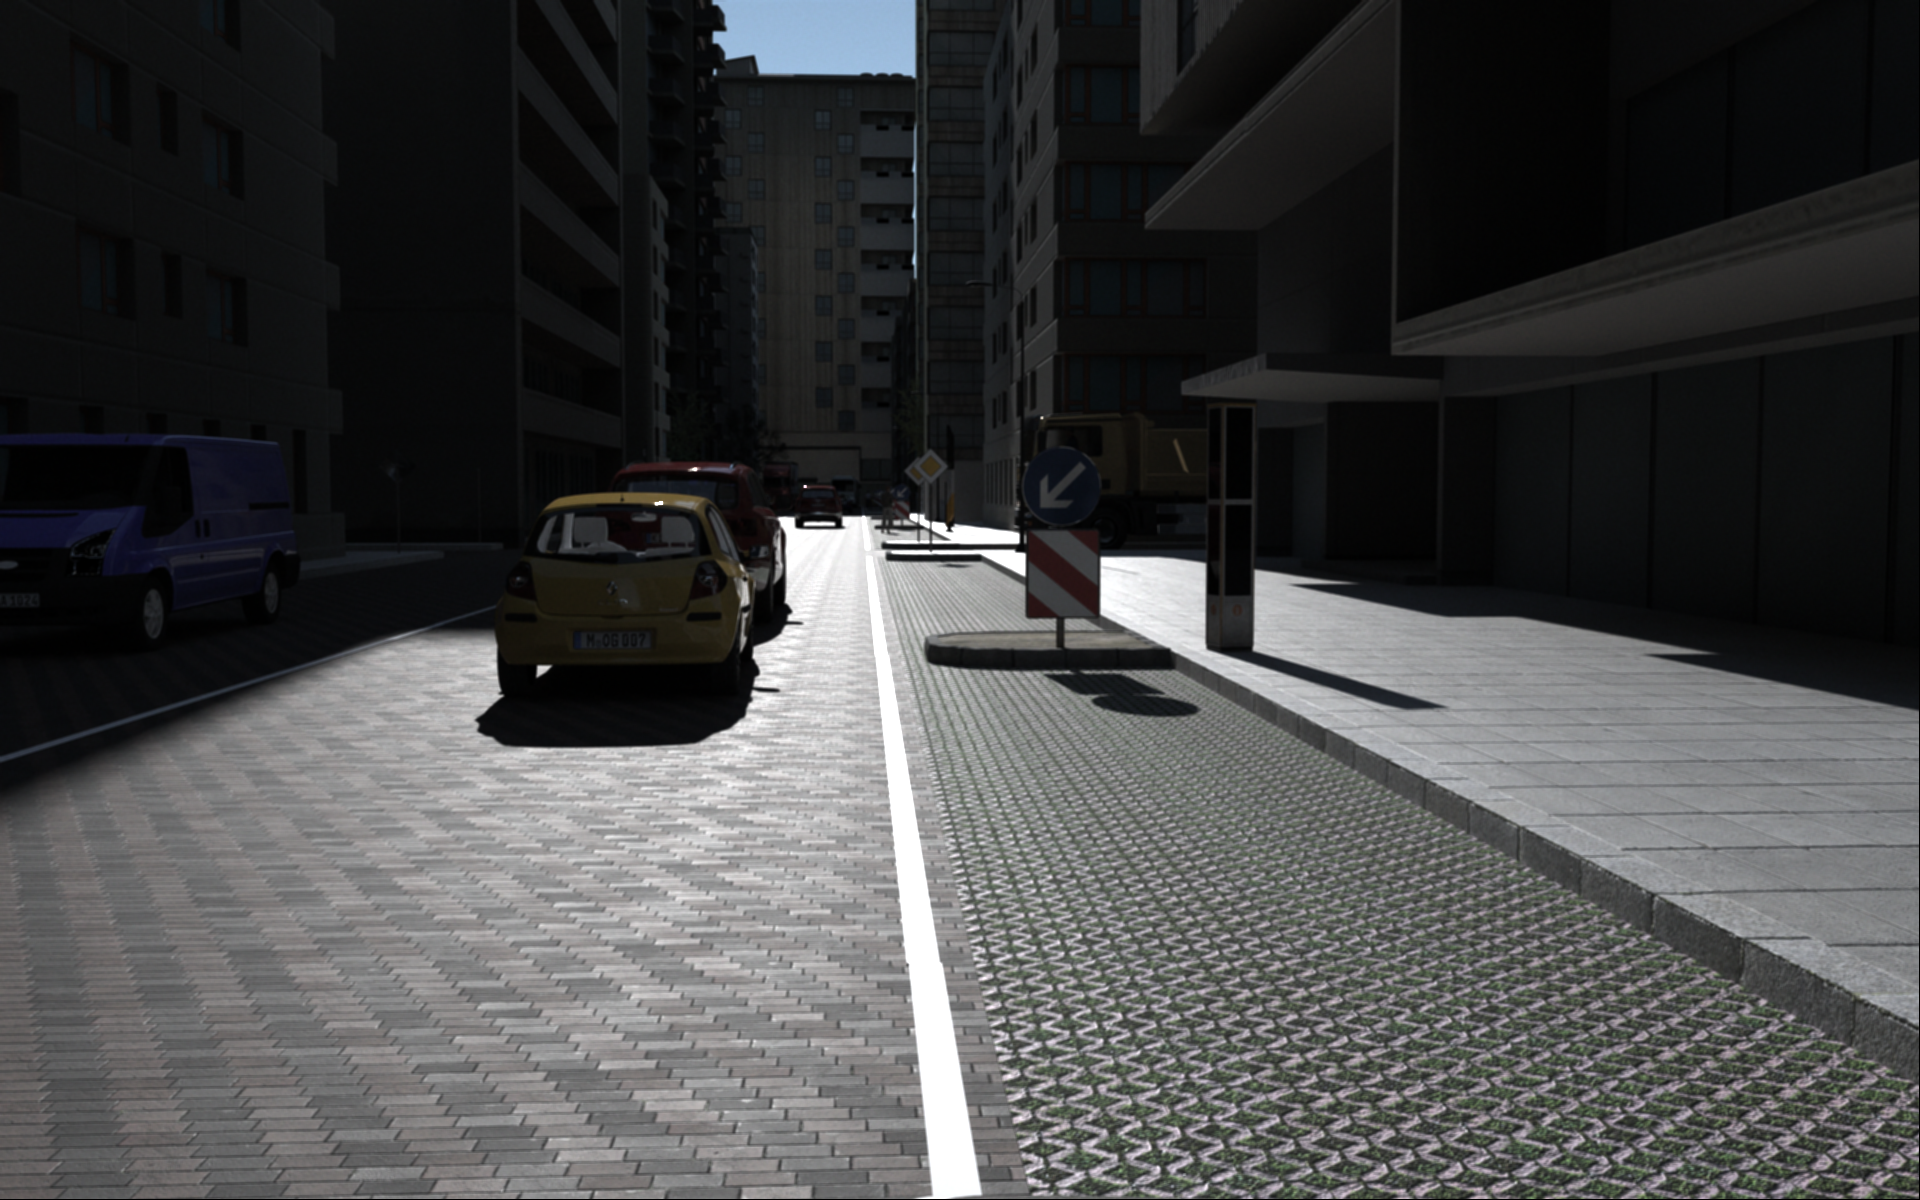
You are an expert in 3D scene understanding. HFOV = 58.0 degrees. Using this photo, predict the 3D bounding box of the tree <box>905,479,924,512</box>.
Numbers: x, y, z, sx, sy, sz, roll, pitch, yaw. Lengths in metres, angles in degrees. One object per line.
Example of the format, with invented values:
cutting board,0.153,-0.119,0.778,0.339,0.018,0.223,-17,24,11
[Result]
tree,-2.823,-7.911,123.947,1.663,3.219,1.824,0,3,0

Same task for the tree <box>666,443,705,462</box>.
tree,-17.738,-7.773,110.805,4.285,4.588,4.351,0,3,0

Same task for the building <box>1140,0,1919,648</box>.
building,17.807,-26.491,22.359,28.713,52.752,27.495,0,4,-3

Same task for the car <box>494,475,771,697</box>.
car,-2.529,-0.214,13.727,2.015,1.641,3.980,0,4,-5

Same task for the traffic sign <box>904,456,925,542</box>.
traffic sign,-1.102,-2.589,45.975,0.795,2.450,0.064,0,4,-3

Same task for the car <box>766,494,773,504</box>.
car,-15.611,-7.718,136.409,2.015,1.641,3.980,0,4,-4

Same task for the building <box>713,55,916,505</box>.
building,-16.850,-38.439,217.716,27.495,52.752,28.713,0,4,-3

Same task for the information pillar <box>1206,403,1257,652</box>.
information pillar,2.213,-0.592,14.171,0.304,2.012,0.304,-1,4,-16

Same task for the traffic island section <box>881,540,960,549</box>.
traffic island section,-1.078,-1.454,46.053,2.009,0.180,2.903,0,4,-3

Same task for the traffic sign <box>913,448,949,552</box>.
traffic sign,-0.644,-2.102,38.003,0.795,2.450,0.064,0,4,-3

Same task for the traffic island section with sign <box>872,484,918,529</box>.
traffic island section with sign,-2.486,-3.791,70.612,1.989,1.847,2.006,0,4,-3

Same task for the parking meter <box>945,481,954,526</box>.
parking meter,-0.411,-3.873,69.037,0.255,1.863,0.399,2,4,24

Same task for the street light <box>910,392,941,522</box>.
street light,-1.541,-6.500,78.822,1.470,5.913,1.316,0,4,-3

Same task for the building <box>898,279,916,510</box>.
building,8.926,-18.917,154.330,27.650,21.520,28.899,0,4,-3

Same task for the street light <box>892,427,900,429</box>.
street light,-3.997,-9.062,120.701,1.470,5.913,1.316,0,4,-3

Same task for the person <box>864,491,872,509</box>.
person,-7.959,-8.653,150.917,0.756,1.711,0.436,1,4,21

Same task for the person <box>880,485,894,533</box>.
person,-2.631,-3.317,63.289,0.519,1.759,0.362,1,4,17

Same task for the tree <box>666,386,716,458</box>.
tree,-18.603,-10.196,117.075,4.737,8.622,4.395,0,3,0

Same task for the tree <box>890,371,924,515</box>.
tree,-2.061,-9.423,104.421,4.737,8.622,4.395,0,3,0

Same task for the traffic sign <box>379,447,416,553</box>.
traffic sign,-12.121,-2.063,37.367,0.795,2.450,0.064,0,4,-3

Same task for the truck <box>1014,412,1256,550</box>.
truck,5.430,-2.843,42.409,9.791,3.379,3.469,0,4,-5

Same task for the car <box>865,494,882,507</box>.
car,-9.047,-10.467,181.362,2.015,1.641,3.980,0,4,-4

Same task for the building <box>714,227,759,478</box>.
building,-29.103,-25.503,188.668,14.107,30.474,14.160,0,4,-3

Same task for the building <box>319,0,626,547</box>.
building,-22.812,-26.307,53.825,21.300,48.544,21.600,0,4,-3

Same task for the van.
van,-8.394,-0.797,17.418,2.240,2.365,5.245,0,4,-5

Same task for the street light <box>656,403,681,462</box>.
street light,-14.972,-7.111,88.799,1.470,5.913,1.316,0,4,-3

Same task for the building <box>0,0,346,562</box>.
building,-26.253,-10.720,20.308,28.899,21.520,27.650,0,4,-3

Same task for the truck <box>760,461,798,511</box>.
truck,-15.678,-9.928,151.232,2.839,4.237,11.283,0,4,-2

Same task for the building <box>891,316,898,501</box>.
building,6.764,-20.711,183.662,27.650,21.520,28.899,0,4,-3

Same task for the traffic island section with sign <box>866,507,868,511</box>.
traffic island section with sign,-6.943,-8.549,148.396,1.989,1.847,2.006,0,4,-3

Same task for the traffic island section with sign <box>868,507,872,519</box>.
traffic island section with sign,-4.032,-5.440,97.574,1.989,1.847,2.006,0,4,-3

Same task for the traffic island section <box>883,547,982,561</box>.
traffic island section,-0.621,-0.966,38.081,2.009,0.180,2.903,0,4,-3

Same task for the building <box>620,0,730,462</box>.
building,-29.546,-29.287,133.471,22.147,44.769,28.867,0,4,-3

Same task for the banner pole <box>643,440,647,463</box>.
banner pole,-14.500,-5.493,79.834,0.401,3.779,0.863,0,4,1

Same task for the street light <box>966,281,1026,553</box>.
street light,0.828,-4.002,37.970,1.470,5.913,1.316,0,4,-3

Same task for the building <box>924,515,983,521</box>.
building,5.119,-24.690,87.282,14.154,41.232,14.086,0,4,-3

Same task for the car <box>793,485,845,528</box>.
car,-6.165,-4.104,75.767,2.281,1.827,5.304,0,4,-4

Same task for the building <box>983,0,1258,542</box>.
building,16.188,-13.130,59.707,28.899,21.520,27.650,0,4,-3

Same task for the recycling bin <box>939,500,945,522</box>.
recycling bin,-0.677,-4.150,80.408,0.722,1.027,0.722,-1,4,-8

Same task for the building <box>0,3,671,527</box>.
building,-30.209,-14.828,87.469,27.650,21.520,28.899,0,4,-3

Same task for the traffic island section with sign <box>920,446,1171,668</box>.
traffic island section with sign,0.696,-0.398,15.137,1.989,1.847,2.006,0,4,-3

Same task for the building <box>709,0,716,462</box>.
building,-30.819,-43.981,157.340,20.563,71.187,20.611,0,4,-3

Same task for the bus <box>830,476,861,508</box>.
bus,-12.141,-11.553,183.751,2.948,3.499,13.247,0,4,-1

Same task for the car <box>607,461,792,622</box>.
car,-3.191,-0.747,20.885,2.281,1.827,5.304,0,4,-3

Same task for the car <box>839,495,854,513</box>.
car,-8.947,-7.175,129.892,1.945,1.354,3.894,0,4,-5

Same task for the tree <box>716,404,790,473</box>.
tree,-21.113,-14.643,173.819,8.767,10.594,7.601,0,4,1

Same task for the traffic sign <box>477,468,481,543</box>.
traffic sign,-12.578,-2.550,45.339,0.795,2.450,0.064,0,4,-3

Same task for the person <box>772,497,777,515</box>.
person,-9.177,-4.472,85.865,0.306,1.304,0.590,1,4,10

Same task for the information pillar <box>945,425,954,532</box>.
information pillar,-0.331,-4.106,58.494,0.183,3.616,0.504,-1,4,-22
